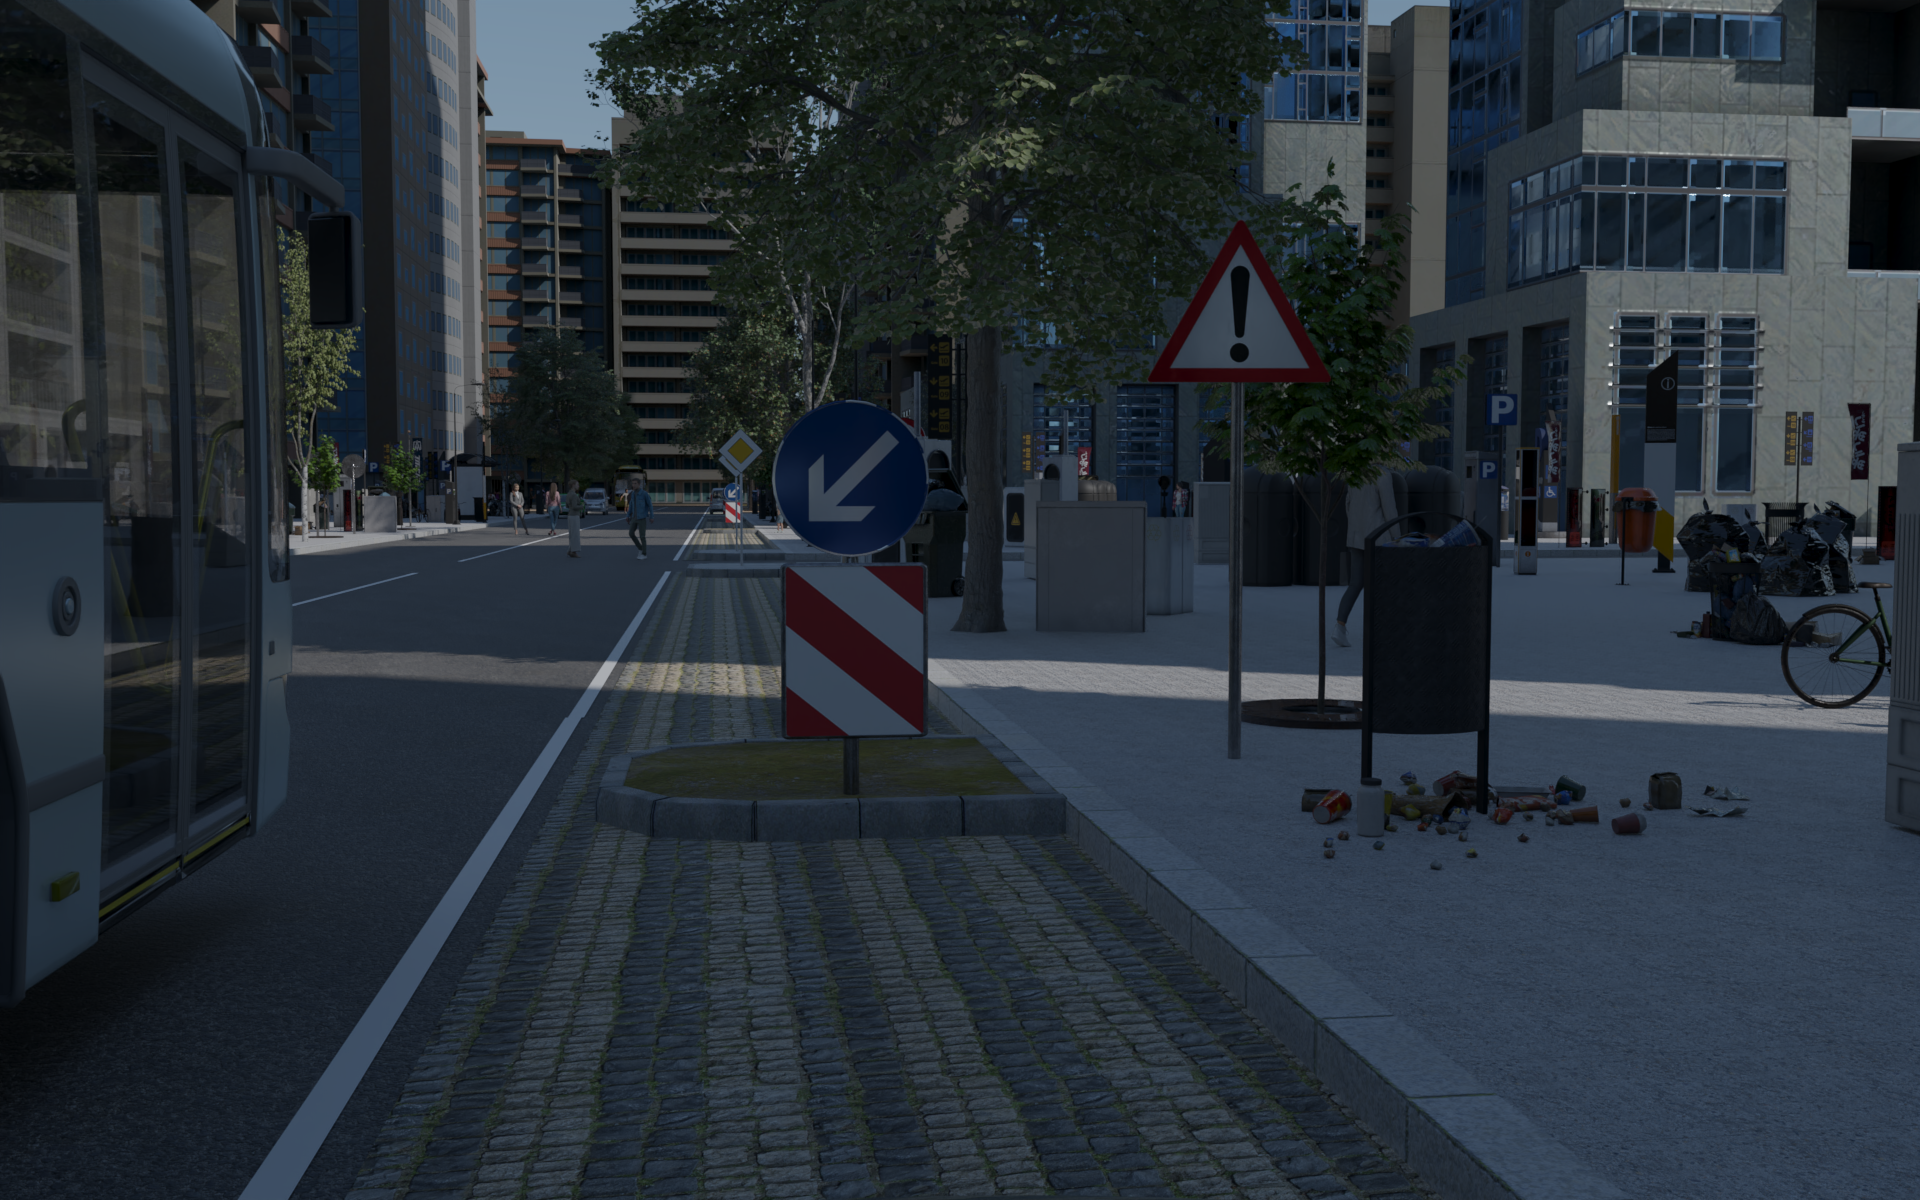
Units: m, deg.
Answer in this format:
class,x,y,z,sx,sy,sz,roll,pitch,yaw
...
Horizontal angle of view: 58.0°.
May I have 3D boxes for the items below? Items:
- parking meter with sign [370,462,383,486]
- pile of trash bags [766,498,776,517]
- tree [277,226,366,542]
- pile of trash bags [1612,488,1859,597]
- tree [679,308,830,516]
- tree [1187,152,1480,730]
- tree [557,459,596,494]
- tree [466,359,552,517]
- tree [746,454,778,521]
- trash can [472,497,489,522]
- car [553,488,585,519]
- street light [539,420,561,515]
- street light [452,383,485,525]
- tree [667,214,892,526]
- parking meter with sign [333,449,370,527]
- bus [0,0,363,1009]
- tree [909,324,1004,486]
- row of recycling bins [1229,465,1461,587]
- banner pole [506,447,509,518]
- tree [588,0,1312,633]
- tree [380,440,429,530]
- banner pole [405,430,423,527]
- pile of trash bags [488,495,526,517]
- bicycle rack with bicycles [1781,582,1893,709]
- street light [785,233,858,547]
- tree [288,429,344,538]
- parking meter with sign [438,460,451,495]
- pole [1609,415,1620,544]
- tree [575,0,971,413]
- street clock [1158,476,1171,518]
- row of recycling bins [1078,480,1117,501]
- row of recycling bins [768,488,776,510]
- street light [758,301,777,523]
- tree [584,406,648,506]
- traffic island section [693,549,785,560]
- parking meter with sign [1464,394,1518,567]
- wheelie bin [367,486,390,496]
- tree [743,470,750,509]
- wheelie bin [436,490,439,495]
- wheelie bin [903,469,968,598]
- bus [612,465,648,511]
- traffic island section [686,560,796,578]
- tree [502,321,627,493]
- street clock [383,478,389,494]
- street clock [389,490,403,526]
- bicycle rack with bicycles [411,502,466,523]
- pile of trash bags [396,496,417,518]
class,x,y,z,sx,sy,sz,roll,pitch,yaw
parking meter with sign,-31.978,-6.068,95.471,0.543,3.016,1.738,0,4,2
pile of trash bags,-9.733,-5.508,99.807,1.912,1.369,3.447,3,5,40
tree,-17.817,-5.883,46.555,4.737,8.622,4.395,0,3,0
pile of trash bags,10.275,-0.829,23.305,1.912,1.369,3.447,-2,4,-31
tree,-11.582,-11.747,102.430,12.009,13.543,11.850,0,3,0
tree,2.199,-0.935,9.886,1.663,3.219,1.824,0,3,0
tree,-31.347,-9.696,142.236,4.285,4.588,4.351,0,3,0
tree,-24.817,-8.845,94.979,4.360,8.622,3.978,0,3,0
tree,-8.691,-6.034,82.363,4.285,4.588,4.351,0,3,0
trash can,-22.029,-4.158,79.644,0.748,1.137,0.748,0,3,0
car,-23.155,-5.718,102.285,1.959,1.807,4.718,-1,4,-8
street light,-25.552,-8.284,107.980,1.470,5.913,1.316,0,4,-8
street light,-20.494,-6.099,72.261,1.470,5.913,1.316,0,4,-8
tree,-7.062,-9.375,70.288,9.611,12.733,9.660,0,3,0
parking meter with sign,-23.812,-4.311,66.748,1.738,3.016,0.543,-1,4,-14
bus,-2.941,-0.332,0.292,2.948,3.499,13.247,0,4,-7
tree,0.094,-7.481,72.678,4.360,8.622,3.978,0,3,0
row of recycling bins,5.534,-1.073,24.650,3.534,1.692,1.069,-1,4,-18
banner pole,-23.891,-6.199,91.373,0.401,3.779,0.863,-1,4,-21
tree,0.179,-6.004,16.298,7.486,12.596,7.792,0,3,0
tree,-19.873,-4.121,61.979,1.663,3.219,1.824,0,3,0
banner pole,-21.369,-4.760,67.850,0.863,3.779,0.401,1,4,20
pile of trash bags,-25.727,-5.457,98.976,1.912,1.369,3.447,-2,4,-35
bicycle rack with bicycles,6.223,0.224,9.714,2.925,0.926,2.852,1,4,23
street light,-2.393,-3.571,30.926,1.470,5.913,1.316,0,4,-8
tree,-18.615,-3.438,50.811,1.663,3.219,1.824,0,3,0
parking meter with sign,-26.512,-5.666,88.892,0.543,3.016,1.738,0,4,-7
pole,16.839,-3.102,44.560,0.158,3.312,0.155,0,3,0
tree,-5.329,-12.027,52.530,12.611,20.169,13.585,0,3,0
street clock,8.023,-3.878,67.980,0.471,2.002,0.358,1,4,23
row of recycling bins,4.027,-2.736,51.843,1.069,1.692,3.534,1,4,17
row of recycling bins,-10.791,-6.135,107.421,1.069,1.692,3.534,-3,5,-39
street light,-4.094,-4.241,41.885,1.470,5.913,1.316,0,4,-8
tree,-37.552,-15.947,186.488,9.928,11.665,9.643,0,3,0
traffic island section,-4.953,-1.008,38.758,2.009,0.180,2.903,0,4,-8
parking meter with sign,9.359,-2.125,31.007,0.543,3.016,1.738,0,4,-3
wheelie bin,-22.796,-3.662,67.778,0.980,1.594,0.693,-1,4,-16
tree,-17.737,-12.004,146.632,4.737,8.622,4.395,0,3,0
wheelie bin,-31.421,-5.952,105.219,0.693,1.594,0.980,1,4,18
wheelie bin,-0.315,-0.840,21.650,0.693,1.594,0.980,-3,5,-45
bus,-28.850,-9.817,152.054,2.896,3.916,12.252,-1,4,-9
traffic island section,-3.846,-0.524,30.849,2.009,0.180,2.903,0,4,-8
tree,-28.678,-13.449,126.538,9.857,13.997,8.962,0,3,0
street clock,-24.153,-4.201,73.248,0.471,2.002,0.358,2,4,29
street clock,-22.808,-4.031,70.469,0.471,2.002,0.358,1,4,20
bicycle rack with bicycles,-23.282,-3.913,77.362,2.852,0.926,2.925,0,4,-3
pile of trash bags,-30.108,-4.974,91.078,1.912,1.369,3.447,1,4,10
